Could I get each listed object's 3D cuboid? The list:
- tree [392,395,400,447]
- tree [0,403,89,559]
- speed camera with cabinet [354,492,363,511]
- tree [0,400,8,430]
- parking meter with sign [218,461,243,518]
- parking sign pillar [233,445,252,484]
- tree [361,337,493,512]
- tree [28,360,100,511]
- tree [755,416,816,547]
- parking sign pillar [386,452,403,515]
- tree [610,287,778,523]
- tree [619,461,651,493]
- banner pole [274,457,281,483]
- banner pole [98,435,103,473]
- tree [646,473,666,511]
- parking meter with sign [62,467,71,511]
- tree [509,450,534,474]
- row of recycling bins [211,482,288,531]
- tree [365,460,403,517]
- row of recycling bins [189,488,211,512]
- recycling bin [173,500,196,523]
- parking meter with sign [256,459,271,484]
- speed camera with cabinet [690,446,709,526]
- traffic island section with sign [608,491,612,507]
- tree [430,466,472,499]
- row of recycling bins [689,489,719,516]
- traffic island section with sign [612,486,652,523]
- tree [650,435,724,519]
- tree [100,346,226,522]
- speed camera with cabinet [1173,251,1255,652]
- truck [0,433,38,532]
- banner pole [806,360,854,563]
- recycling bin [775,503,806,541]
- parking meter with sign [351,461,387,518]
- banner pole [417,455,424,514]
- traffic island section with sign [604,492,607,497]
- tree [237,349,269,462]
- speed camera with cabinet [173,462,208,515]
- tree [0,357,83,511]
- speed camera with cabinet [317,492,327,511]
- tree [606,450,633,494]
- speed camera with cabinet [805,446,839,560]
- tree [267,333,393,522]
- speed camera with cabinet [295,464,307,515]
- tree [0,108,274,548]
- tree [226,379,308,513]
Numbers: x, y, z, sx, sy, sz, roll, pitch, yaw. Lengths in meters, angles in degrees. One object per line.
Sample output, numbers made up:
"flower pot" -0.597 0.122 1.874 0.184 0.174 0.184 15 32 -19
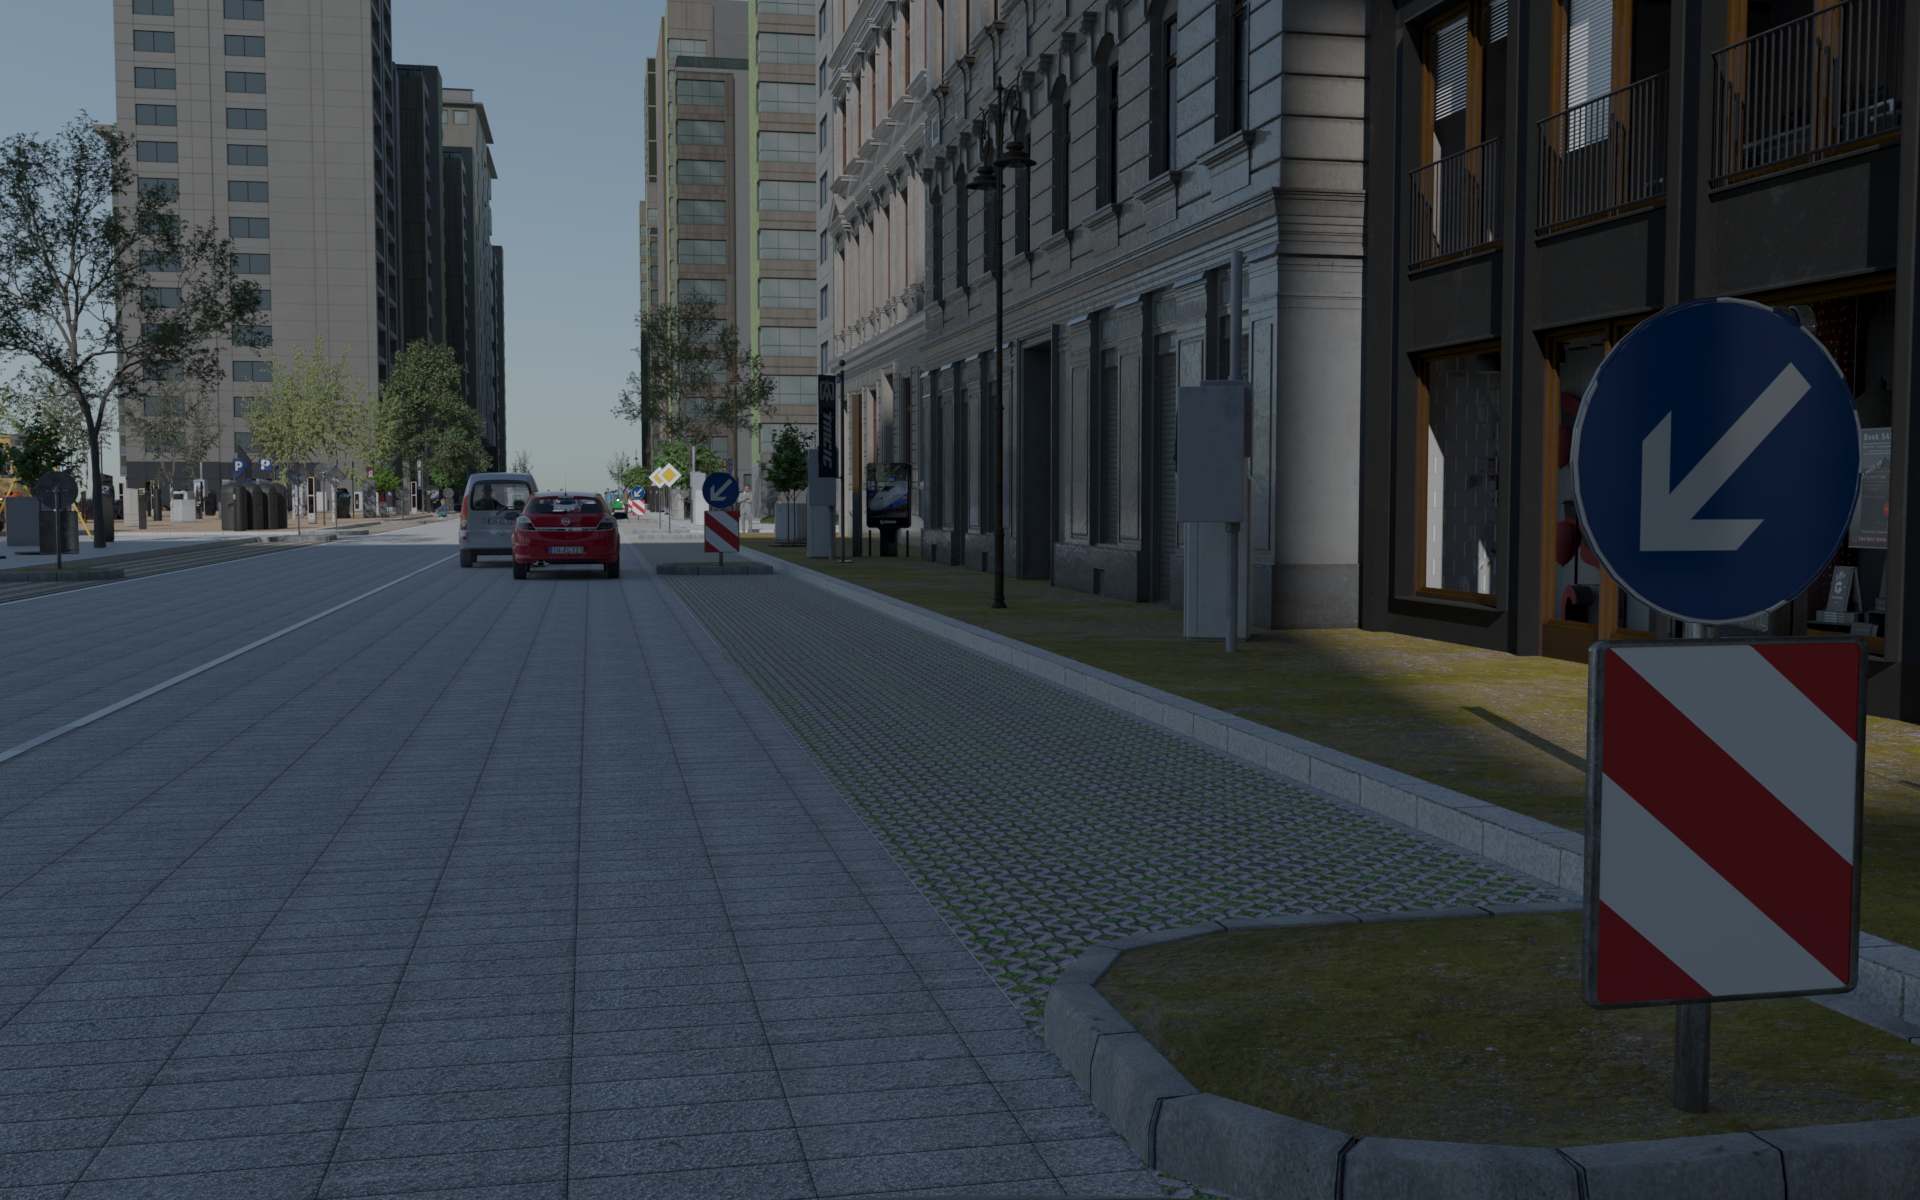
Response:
"tree" -39.741 -10.224 117.518 4.737 8.622 4.395 0 3 0
"tree" -19.464 -2.587 36.892 1.663 3.219 1.824 0 3 0
"speed camera with cabinet" -45.551 -8.441 132.340 2.038 3.252 0.660 3 5 43
"tree" -61.435 -9.600 107.328 4.360 8.622 3.978 0 3 0
"parking meter with sign" -38.533 -5.818 91.387 1.738 3.016 0.543 2 4 35
"parking sign pillar" -38.997 -6.463 94.150 1.447 3.967 1.447 3 5 41
"tree" -38.889 -12.799 126.274 9.611 12.733 9.660 0 3 0
"tree" -45.690 -8.512 89.539 4.360 8.622 3.978 0 3 0
"tree" -4.281 -3.063 44.688 1.663 3.219 1.824 0 3 0
"parking sign pillar" -35.638 -7.382 109.168 1.447 3.967 1.447 1 4 13
"tree" -11.759 -8.740 77.319 8.767 10.594 7.601 1 4 17
"tree" -31.858 -11.506 171.830 4.285 4.588 4.351 0 3 0
"banner pole" -41.936 -7.130 106.585 0.401 3.779 0.863 1 4 9
"banner pole" -36.530 -5.108 73.535 0.401 3.779 0.863 0 4 -3
"tree" -23.119 -8.382 131.653 1.663 3.219 1.824 0 3 0
"parking meter with sign" -51.576 -6.327 99.699 0.543 3.016 1.738 -1 4 -13
"tree" -71.225 -20.240 281.284 4.360 8.622 3.978 0 3 0
"row of recycling bins" -25.367 -3.383 62.431 1.069 1.692 3.534 1 4 8
"tree" -32.765 -6.294 97.508 1.663 3.219 1.824 0 3 0
"row of recycling bins" -54.991 -7.266 125.915 1.069 1.692 3.534 0 4 -1
"recycling bin" -34.825 -3.990 77.785 0.722 1.027 0.722 3 5 40
"parking meter with sign" -35.060 -5.555 87.081 0.543 3.016 1.738 -2 4 -31
"speed camera with cabinet" -10.655 -4.688 70.989 0.660 3.252 2.038 -1 4 -14
"traffic island section with sign" -21.653 -6.329 112.101 1.989 1.847 2.006 -1 4 -12
"tree" -41.285 -9.608 140.805 4.285 4.588 4.351 0 3 0
"row of recycling bins" -15.310 -5.961 104.575 1.069 1.692 3.534 1 4 17
"traffic island section with sign" -16.051 -4.716 85.732 1.989 1.847 2.006 -1 4 -12
"tree" -14.698 -6.849 95.695 4.285 4.588 4.351 0 3 0
"tree" -36.770 -7.930 80.022 4.360 8.622 3.978 0 3 0
"speed camera with cabinet" 2.211 -1.258 14.909 0.660 3.252 2.038 1 4 12
"truck" -33.262 -3.564 54.198 9.791 3.379 3.469 -1 4 -12
"banner pole" -2.346 -2.577 32.156 0.401 3.779 0.863 3 5 41
"recycling bin" -4.646 -2.151 47.723 0.722 1.027 0.722 1 4 17
"parking meter with sign" -31.550 -5.887 92.515 1.738 3.016 0.543 -2 4 -24
"banner pole" -34.314 -7.353 110.232 0.863 3.779 0.401 3 5 42
"traffic island section with sign" -31.963 -9.292 160.545 1.989 1.847 2.006 -1 4 -12
"tree" -32.681 -8.180 84.100 4.737 8.622 4.395 0 3 0
"speed camera with cabinet" -47.296 -6.847 106.289 2.038 3.252 0.660 0 4 -2
"tree" -49.273 -8.758 93.557 4.737 8.622 4.395 0 3 0
"speed camera with cabinet" -48.491 -8.265 129.468 2.038 3.252 0.660 -3 4 -37
"tree" -56.137 -20.514 285.772 4.360 8.622 3.978 0 3 0
"speed camera with cabinet" -2.752 -2.445 34.308 0.660 3.252 2.038 0 4 -6
"tree" -28.542 -7.852 78.739 4.737 8.622 4.395 0 3 0
"speed camera with cabinet" -40.361 -6.819 105.818 0.660 3.252 2.038 -1 4 -14
"tree" -20.560 -6.543 41.389 8.767 10.594 7.601 0 4 -7
"tree" -43.875 -9.785 110.343 4.360 8.622 3.978 0 3 0
